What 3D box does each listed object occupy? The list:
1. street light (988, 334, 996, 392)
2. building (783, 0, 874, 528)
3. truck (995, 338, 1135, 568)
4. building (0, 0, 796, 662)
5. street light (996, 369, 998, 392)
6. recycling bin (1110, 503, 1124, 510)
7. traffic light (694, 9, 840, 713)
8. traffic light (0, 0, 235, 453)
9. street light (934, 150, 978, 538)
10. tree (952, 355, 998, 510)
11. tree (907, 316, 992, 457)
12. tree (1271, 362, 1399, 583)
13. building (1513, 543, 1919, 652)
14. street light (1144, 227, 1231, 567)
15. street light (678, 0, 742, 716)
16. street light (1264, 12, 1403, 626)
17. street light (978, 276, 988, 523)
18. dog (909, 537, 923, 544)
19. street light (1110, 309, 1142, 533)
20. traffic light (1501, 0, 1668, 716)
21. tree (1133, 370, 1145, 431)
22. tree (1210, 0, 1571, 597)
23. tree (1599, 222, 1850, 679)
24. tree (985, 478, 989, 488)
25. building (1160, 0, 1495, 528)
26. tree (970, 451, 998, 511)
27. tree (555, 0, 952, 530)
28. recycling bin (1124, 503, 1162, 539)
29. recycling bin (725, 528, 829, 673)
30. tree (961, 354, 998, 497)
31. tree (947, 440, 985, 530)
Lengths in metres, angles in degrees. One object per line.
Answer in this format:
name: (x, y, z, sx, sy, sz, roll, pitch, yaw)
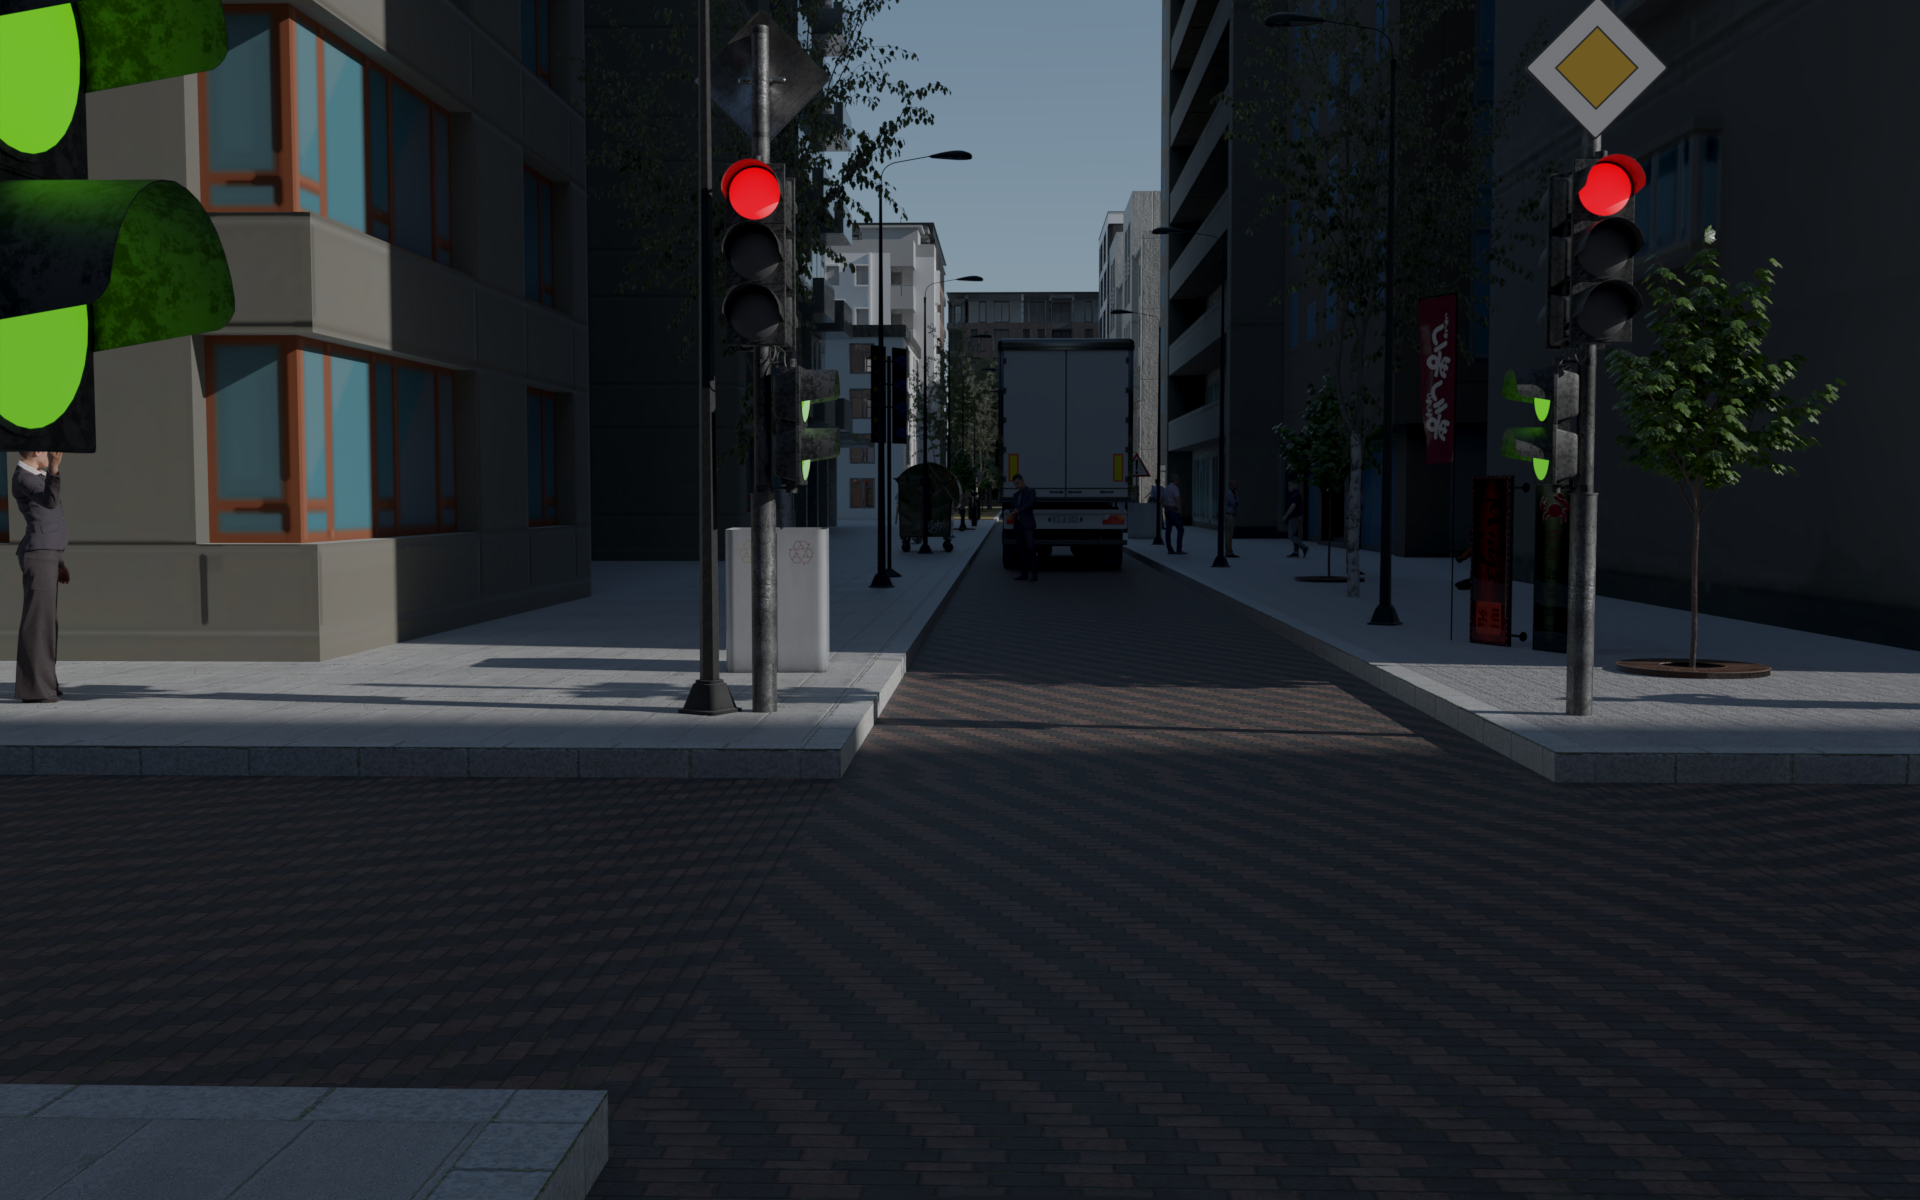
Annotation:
street light: (0.224, -4.761, 50.388, 1.470, 5.913, 1.316, 0, 4, 2)
building: (-15.382, -26.698, 56.128, 23.786, 49.044, 30.456, 0, 4, 2)
truck: (2.099, -2.931, 36.837, 2.839, 4.237, 11.283, 0, 4, 2)
building: (-18.254, -11.155, 27.421, 27.650, 21.520, 28.899, 0, 4, 2)
street light: (0.650, -5.581, 63.792, 1.470, 5.913, 1.316, 0, 4, 2)
recycling bin: (5.952, -3.337, 67.111, 0.722, 1.027, 0.722, -1, 4, -22)
traffic light: (-1.134, -1.295, 10.099, 0.839, 4.253, 0.868, 0, 4, 2)
traffic light: (-1.384, -0.807, 2.118, 0.839, 4.253, 0.868, 0, 4, 2)
street light: (-0.535, -3.121, 23.576, 1.470, 5.913, 1.316, 0, 4, 2)
tree: (2.836, -13.680, 141.795, 7.486, 12.596, 7.792, 0, 3, 0)
tree: (-0.551, -7.440, 72.010, 4.737, 8.622, 4.395, 0, 3, 0)
tree: (5.340, -1.892, 25.541, 1.663, 3.219, 1.824, 0, 3, 0)
building: (18.582, -24.299, 20.990, 21.600, 48.544, 21.300, 0, 4, 2)
street light: (4.038, -3.531, 30.277, 1.470, 5.913, 1.316, 0, 4, 2)
street light: (-0.930, -2.290, 9.983, 1.470, 5.913, 1.316, 0, 4, 2)
street light: (3.637, -2.711, 16.872, 1.470, 5.913, 1.316, 0, 4, 2)
street light: (-0.204, -3.941, 36.983, 1.470, 5.913, 1.316, 0, 4, 2)
dog: (-1.202, -1.853, 44.677, 0.513, 0.831, 0.800, -1, 4, -17)
street light: (4.476, -4.351, 43.680, 1.470, 5.913, 1.316, 0, 4, 2)
traffic light: (3.585, -1.287, 9.968, 0.839, 4.253, 0.868, 0, 4, 2)
tree: (7.336, -8.449, 88.502, 4.360, 8.622, 3.978, 0, 3, 0)
tree: (5.147, -4.345, 21.399, 4.360, 8.622, 3.978, 0, 3, 0)
tree: (5.421, -1.087, 12.380, 1.663, 3.219, 1.824, 0, 3, 0)
tree: (0.876, -7.020, 109.377, 1.663, 3.219, 1.824, 0, 3, 0)
building: (16.449, -26.090, 76.677, 14.600, 45.320, 14.200, 0, 4, 2)
tree: (1.601, -8.845, 128.321, 4.285, 4.588, 4.351, 0, 3, 0)
tree: (-2.265, -4.260, 20.009, 4.360, 8.622, 3.978, 0, 3, 0)
recycling bin: (5.309, -2.276, 49.762, 0.722, 1.027, 0.722, -3, 4, -37)
recycling bin: (-1.334, -0.012, 12.749, 0.722, 1.027, 0.722, 0, 4, -3)
tree: (0.805, -8.564, 90.389, 4.360, 8.622, 3.978, 0, 3, 0)
tree: (-0.090, -4.128, 62.095, 1.663, 3.219, 1.824, 0, 3, 0)
